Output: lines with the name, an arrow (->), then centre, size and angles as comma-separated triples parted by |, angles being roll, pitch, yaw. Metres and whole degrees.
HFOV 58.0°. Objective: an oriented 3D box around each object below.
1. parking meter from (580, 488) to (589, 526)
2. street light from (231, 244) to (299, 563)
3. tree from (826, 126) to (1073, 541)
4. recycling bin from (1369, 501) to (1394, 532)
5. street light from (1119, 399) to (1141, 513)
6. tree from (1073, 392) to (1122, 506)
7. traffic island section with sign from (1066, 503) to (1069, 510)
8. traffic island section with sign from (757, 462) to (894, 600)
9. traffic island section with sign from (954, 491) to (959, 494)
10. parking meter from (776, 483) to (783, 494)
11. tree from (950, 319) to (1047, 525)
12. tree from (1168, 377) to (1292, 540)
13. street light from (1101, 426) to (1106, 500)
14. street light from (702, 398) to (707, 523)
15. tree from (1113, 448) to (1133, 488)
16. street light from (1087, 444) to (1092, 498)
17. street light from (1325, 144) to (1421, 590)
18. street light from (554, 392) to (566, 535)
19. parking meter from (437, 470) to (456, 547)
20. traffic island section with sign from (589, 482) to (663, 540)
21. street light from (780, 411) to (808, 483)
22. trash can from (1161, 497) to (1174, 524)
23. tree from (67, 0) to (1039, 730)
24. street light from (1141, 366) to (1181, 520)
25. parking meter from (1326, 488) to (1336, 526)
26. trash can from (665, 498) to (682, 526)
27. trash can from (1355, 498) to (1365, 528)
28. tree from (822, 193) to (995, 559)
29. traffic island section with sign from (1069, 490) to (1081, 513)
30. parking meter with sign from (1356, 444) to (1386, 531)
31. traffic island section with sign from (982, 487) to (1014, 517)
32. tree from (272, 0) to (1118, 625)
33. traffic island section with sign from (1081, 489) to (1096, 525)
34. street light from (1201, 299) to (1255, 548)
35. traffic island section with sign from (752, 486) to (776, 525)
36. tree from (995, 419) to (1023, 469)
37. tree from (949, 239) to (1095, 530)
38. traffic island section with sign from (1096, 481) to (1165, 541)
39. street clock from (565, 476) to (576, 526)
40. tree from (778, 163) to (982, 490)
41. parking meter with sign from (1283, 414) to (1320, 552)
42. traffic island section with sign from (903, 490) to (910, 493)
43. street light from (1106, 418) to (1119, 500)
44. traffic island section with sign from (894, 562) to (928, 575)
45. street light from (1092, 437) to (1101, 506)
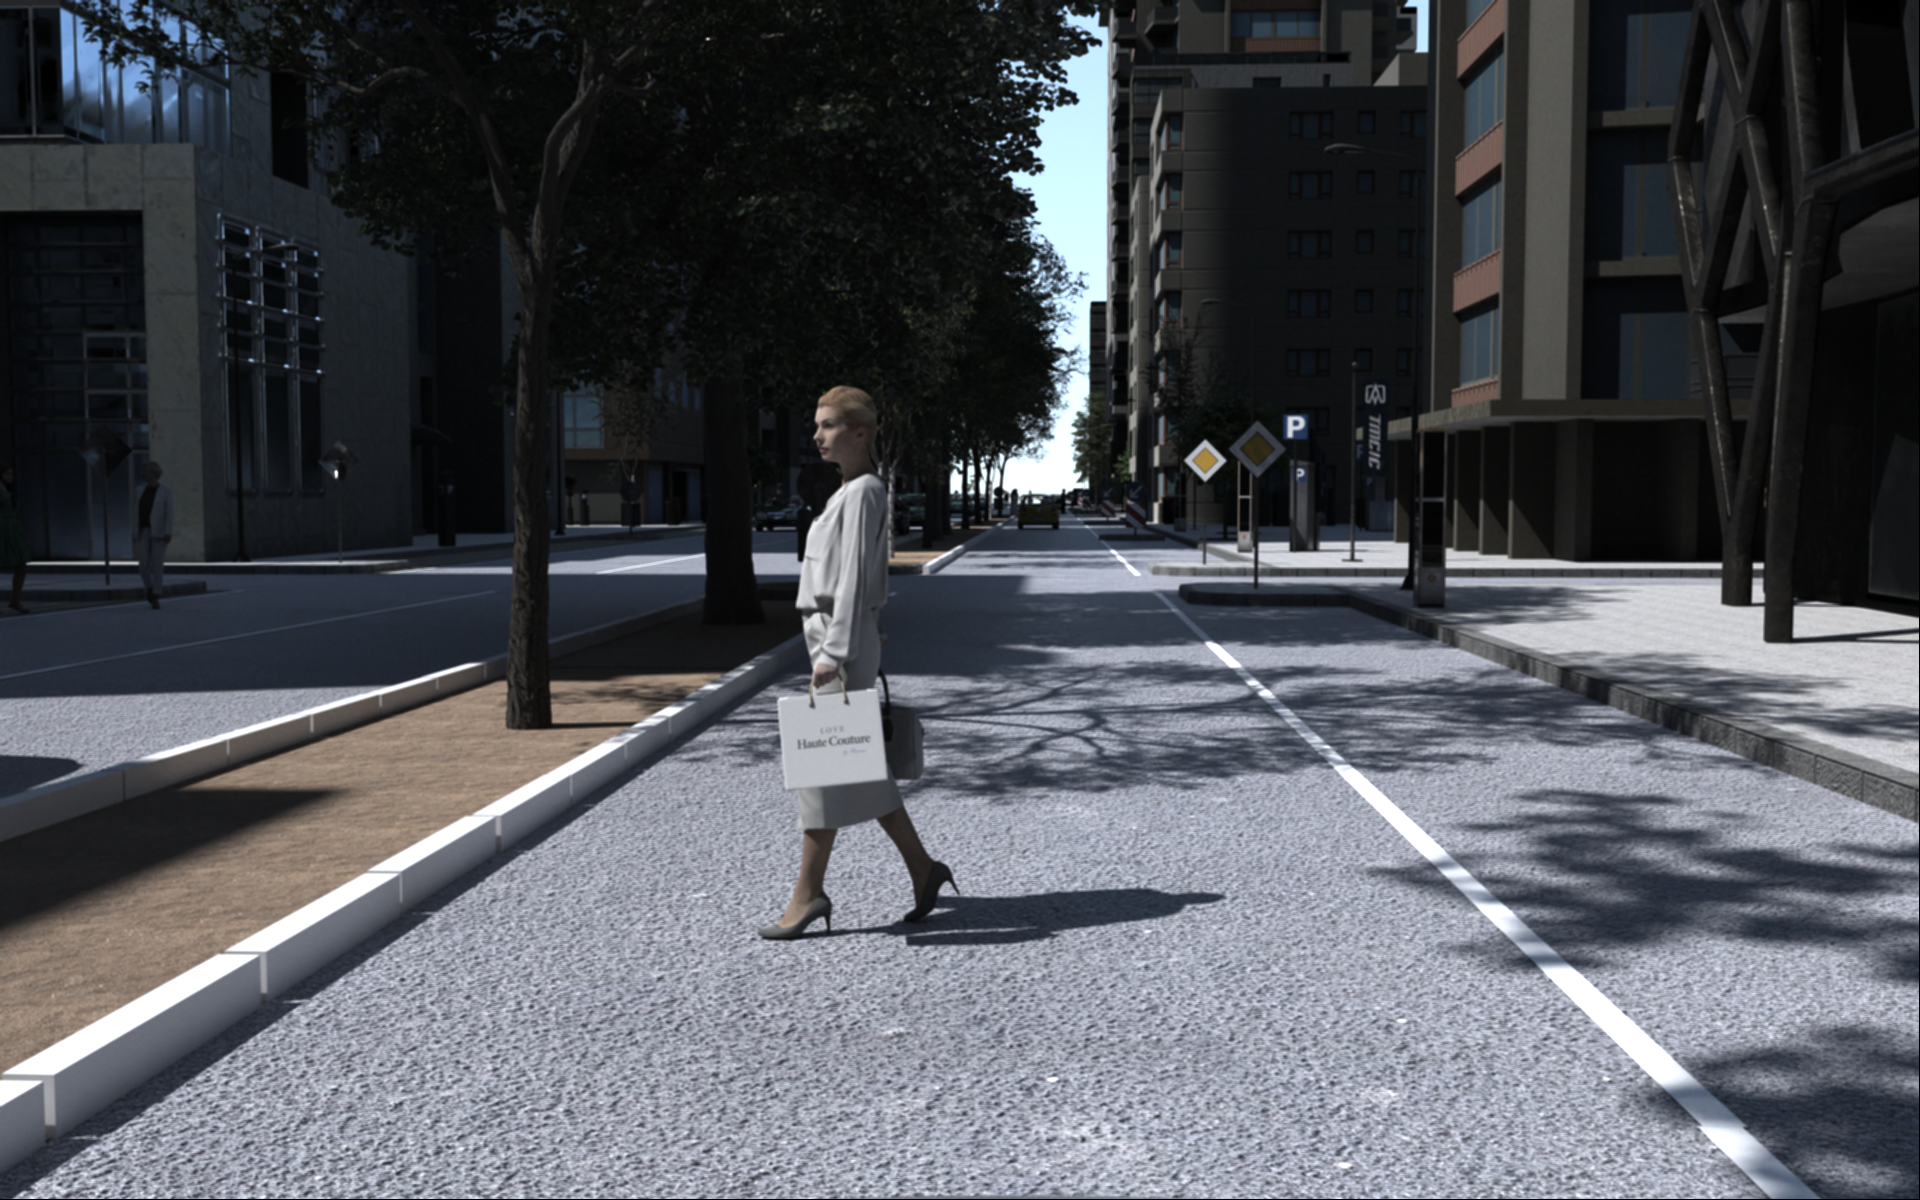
parking meter -> -15.174, -3.766, 69.978 | 0.372, 1.533, 0.369 | 0, 3, 0
street light -> -12.944, -3.655, 32.295 | 1.470, 5.913, 1.316 | 0, 4, 3
tree -> -0.634, -8.054, 52.259 | 7.486, 12.596, 7.792 | 0, 3, 0
recycling bin -> 14.441, -2.845, 59.070 | 0.722, 1.027, 0.722 | -3, 5, -44
street light -> 8.700, -6.864, 84.764 | 1.470, 5.913, 1.316 | 0, 4, 3
tree -> 15.429, -16.748, 191.949 | 7.486, 12.596, 7.792 | 0, 3, 0
traffic island section with sign -> 10.865, -9.103, 157.459 | 1.989, 1.847, 2.006 | 0, 4, 3
traffic island section with sign -> -2.043, -0.977, 24.103 | 2.006, 1.907, 1.989 | 0, 4, 3
traffic island section with sign -> -0.435, -14.251, 241.638 | 1.989, 1.847, 2.006 | 0, 4, 3
parking meter -> -9.807, -5.408, 94.138 | 0.255, 1.863, 0.399 | 1, 4, 21
tree -> 0.744, -9.366, 81.346 | 9.928, 11.665, 9.643 | 0, 3, 0
tree -> 7.531, -3.961, 48.474 | 4.285, 4.588, 4.351 | 0, 3, 0
street light -> 10.580, -8.915, 118.309 | 1.470, 5.913, 1.316 | 0, 4, 3
street light -> -10.628, -6.317, 75.820 | 1.470, 5.913, 1.316 | 0, 4, 3
tree -> 11.293, -7.657, 108.898 | 4.285, 4.588, 4.351 | 0, 3, 0
street light -> 12.830, -11.539, 161.199 | 1.470, 5.913, 1.316 | 0, 4, 3
street light -> 5.545, -3.095, 23.151 | 1.470, 5.913, 1.316 | 0, 4, 3
street light -> -11.926, -4.967, 53.746 | 1.470, 5.913, 1.316 | 0, 4, 3
parking meter -> -12.551, -2.238, 42.308 | 0.255, 1.863, 0.399 | 2, 4, 25
traffic island section with sign -> -10.424, -2.801, 54.426 | 1.989, 1.847, 2.006 | 0, 4, 3
street light -> -9.518, -7.628, 97.266 | 1.470, 5.913, 1.316 | 0, 4, 3
trash can -> 8.943, -3.812, 73.983 | 0.748, 1.137, 0.748 | 0, 3, 0
tree -> -2.677, -4.468, 9.916 | 8.767, 10.594, 7.601 | 0, 4, 3
street light -> 7.419, -5.526, 62.887 | 1.470, 5.913, 1.316 | 0, 4, 3
parking meter -> 14.995, -3.766, 69.977 | 0.372, 1.533, 0.369 | 0, 3, 0
trash can -> -11.664, -3.596, 70.455 | 0.748, 1.137, 0.748 | 0, 3, 0
trash can -> 15.416, -3.326, 66.039 | 0.748, 1.137, 0.748 | 0, 3, 0
tree -> -1.566, -5.242, 38.523 | 4.737, 8.622, 4.395 | 0, 3, 0
traffic island section with sign -> 9.426, -7.457, 130.542 | 1.989, 1.847, 2.006 | 0, 4, 3
parking meter with sign -> 14.497, -3.918, 60.323 | 1.738, 3.016, 0.543 | -3, 5, -39
traffic island section with sign -> 2.356, -6.018, 106.532 | 2.006, 1.907, 1.989 | 0, 4, 3
tree -> -2.503, -6.698, 18.628 | 9.857, 13.997, 8.962 | 0, 3, 0
traffic island section with sign -> 6.790, -4.431, 81.079 | 1.989, 1.847, 2.006 | 0, 4, 3
street light -> 6.453, -4.214, 41.434 | 1.470, 5.913, 1.316 | 0, 4, 3
traffic island section with sign -> -8.983, -4.458, 81.516 | 1.989, 1.847, 2.006 | 0, 4, 3
tree -> 1.682, -8.818, 97.001 | 4.737, 8.622, 4.395 | 0, 3, 0
tree -> 0.192, -9.589, 69.612 | 12.009, 13.543, 11.850 | 0, 3, 0
traffic island section with sign -> 5.341, -2.777, 54.038 | 1.989, 1.847, 2.006 | 0, 4, 3
street clock -> -15.921, -4.044, 70.690 | 0.471, 2.002, 0.358 | 2, 4, 24
tree -> -1.508, -4.945, 33.672 | 4.360, 8.622, 3.978 | 0, 3, 0
parking meter with sign -> 7.689, -2.599, 38.759 | 0.543, 3.016, 1.738 | 2, 4, 23
traffic island section with sign -> -4.875, -9.165, 158.480 | 1.989, 1.847, 2.006 | 0, 4, 3
street light -> 9.901, -8.175, 106.205 | 1.470, 5.913, 1.316 | 0, 4, 3
traffic island section with sign -> -1.639, -1.429, 31.499 | 2.006, 1.907, 1.989 | 0, 4, 3
street light -> 11.627, -10.227, 139.758 | 1.470, 5.913, 1.316 | 0, 4, 3
